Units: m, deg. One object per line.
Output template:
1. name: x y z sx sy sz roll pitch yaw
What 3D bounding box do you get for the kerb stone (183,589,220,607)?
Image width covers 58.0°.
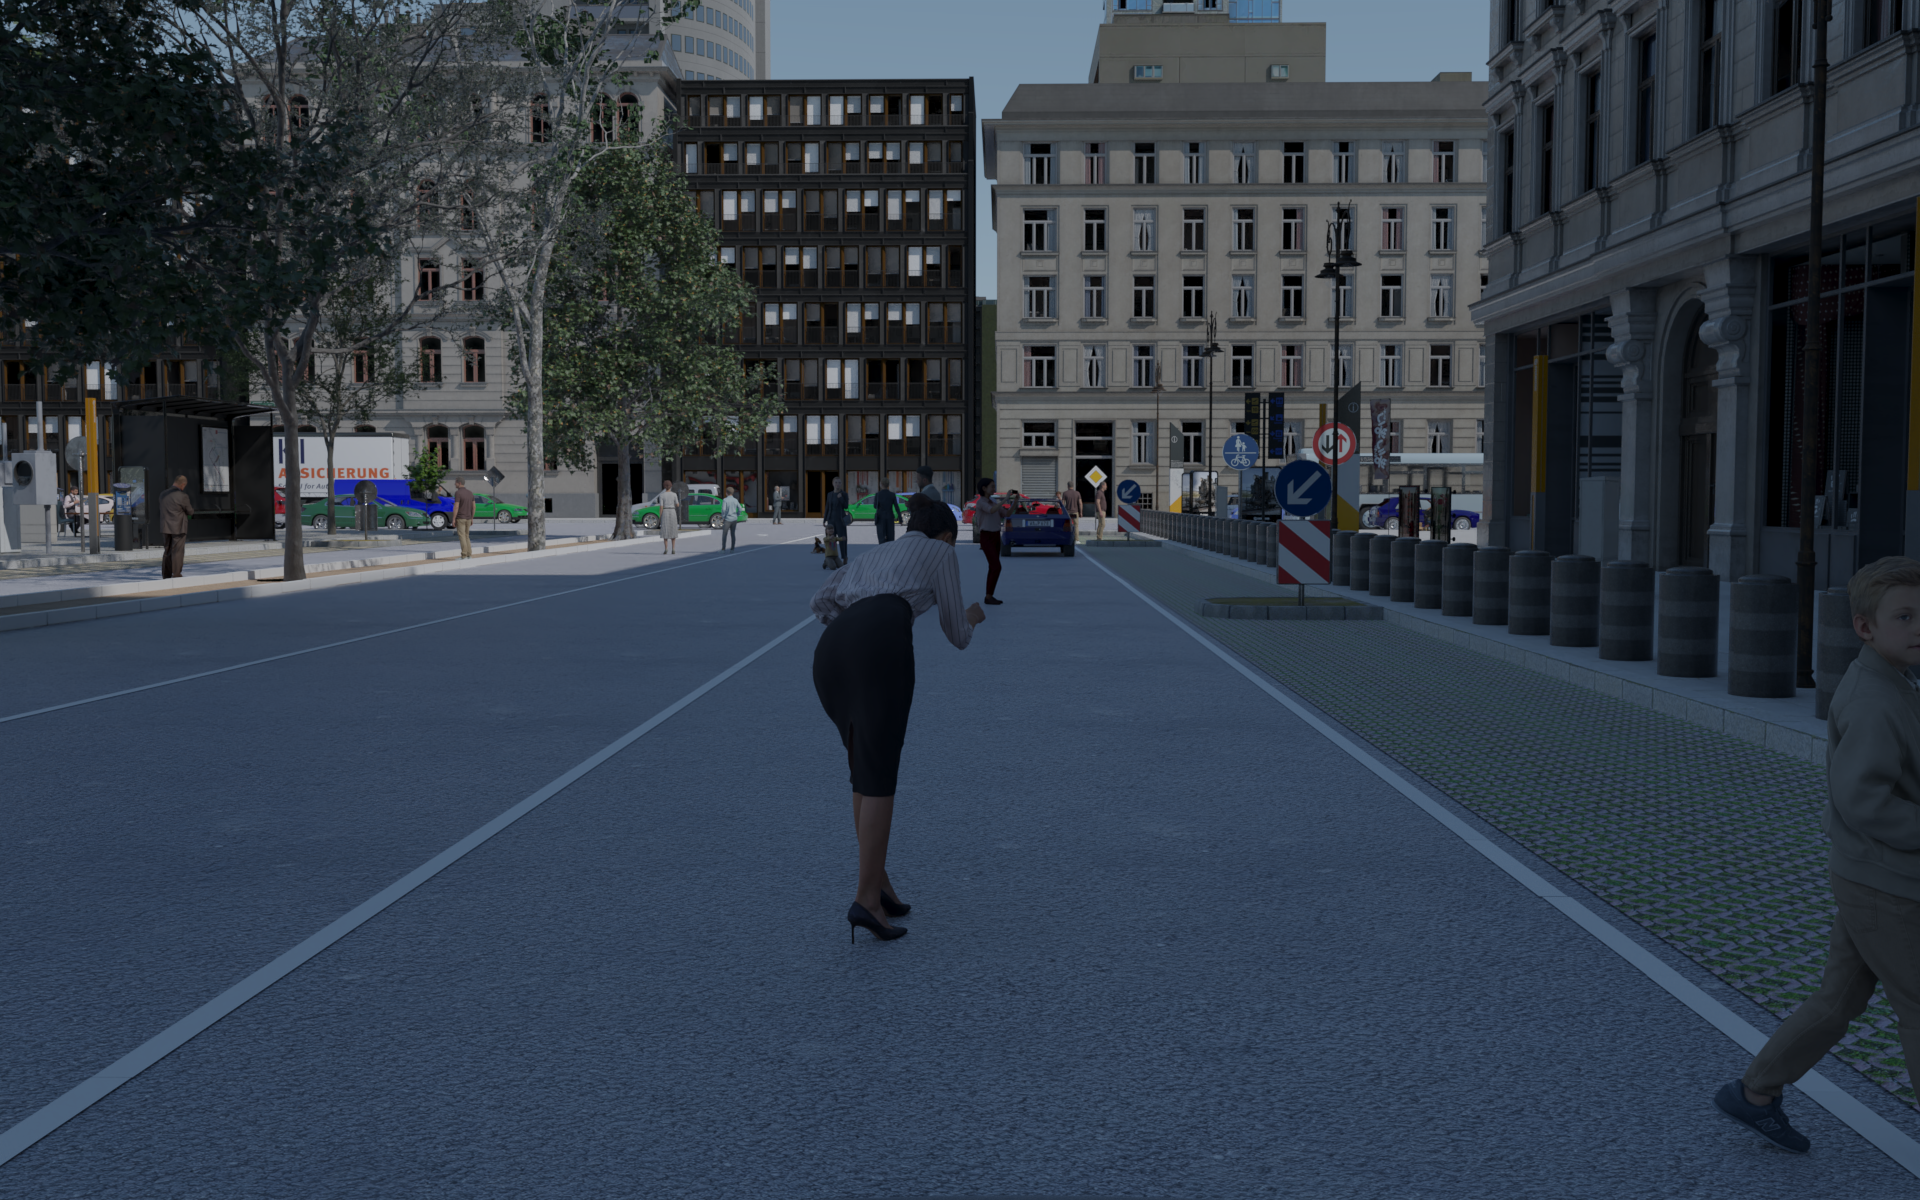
1. kerb stone: -9.928 -0.017 22.475 0.120 0.150 1.000 0 4 1

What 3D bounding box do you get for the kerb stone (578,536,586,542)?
1. kerb stone: -11.334 -1.776 51.352 0.120 0.150 1.000 0 4 1

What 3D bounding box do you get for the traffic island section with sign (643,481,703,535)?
1. traffic island section with sign: -10.043 -3.258 61.410 2.006 1.907 1.989 0 4 1

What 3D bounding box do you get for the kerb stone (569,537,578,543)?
1. kerb stone: -11.370 -1.721 50.327 0.120 0.150 1.000 0 4 1

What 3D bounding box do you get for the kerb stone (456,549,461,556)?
1. kerb stone: -11.612 -1.091 40.037 0.120 0.150 1.000 0 4 1

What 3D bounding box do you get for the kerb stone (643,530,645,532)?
1. kerb stone: -11.115 -2.350 60.615 0.120 0.150 1.000 0 4 1

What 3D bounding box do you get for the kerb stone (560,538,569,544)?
1. kerb stone: -11.384 -1.657 49.291 0.120 0.150 1.000 0 4 1

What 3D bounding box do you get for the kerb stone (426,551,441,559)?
1. kerb stone: -11.655 -0.965 37.985 0.120 0.150 1.000 0 4 1

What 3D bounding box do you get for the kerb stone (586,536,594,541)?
1. kerb stone: -11.313 -1.846 52.377 0.120 0.150 1.000 0 4 1

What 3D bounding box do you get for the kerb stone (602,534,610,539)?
1. kerb stone: -11.270 -1.972 54.439 0.120 0.150 1.000 0 4 1

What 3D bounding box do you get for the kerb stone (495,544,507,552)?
1. kerb stone: -11.535 -1.280 43.124 0.120 0.150 1.000 0 4 1

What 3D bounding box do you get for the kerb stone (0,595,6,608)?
1. kerb stone: -12.045 0.043 21.495 0.120 0.150 1.000 0 4 1

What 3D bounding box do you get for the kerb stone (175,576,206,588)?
1. kerb stone: -11.925 -0.272 26.646 0.120 0.150 1.000 0 4 1

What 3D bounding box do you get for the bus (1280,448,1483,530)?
1. bus: 18.312 -4.367 66.263 13.247 3.499 2.948 0 4 1

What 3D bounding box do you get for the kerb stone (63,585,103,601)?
1. kerb stone: -12.008 -0.083 23.560 0.120 0.150 1.000 0 4 1

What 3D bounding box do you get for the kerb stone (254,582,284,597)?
1. kerb stone: -9.873 -0.142 24.532 0.120 0.150 1.000 0 4 1

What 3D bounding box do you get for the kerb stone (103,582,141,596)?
1. kerb stone: -11.977 -0.147 24.593 0.120 0.150 1.000 0 4 1

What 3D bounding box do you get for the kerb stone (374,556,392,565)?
1. kerb stone: -11.734 -0.777 34.892 0.120 0.150 1.000 0 4 1

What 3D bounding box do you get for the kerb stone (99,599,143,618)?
1. kerb stone: -9.977 0.110 20.425 0.120 0.150 1.000 0 4 1

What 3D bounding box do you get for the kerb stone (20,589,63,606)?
1. kerb stone: -12.029 -0.020 22.529 0.120 0.150 1.000 0 4 1

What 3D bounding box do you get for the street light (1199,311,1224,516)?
1. street light: 6.341 -4.344 43.815 0.468 5.910 1.993 0 4 1

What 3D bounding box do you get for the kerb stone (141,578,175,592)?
1. kerb stone: -11.953 -0.204 25.618 0.120 0.150 1.000 0 4 1

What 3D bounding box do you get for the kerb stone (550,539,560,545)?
1. kerb stone: -11.414 -1.593 48.260 0.120 0.150 1.000 0 4 1

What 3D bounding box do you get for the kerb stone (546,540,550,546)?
1. kerb stone: -11.430 -1.531 47.235 0.120 0.150 1.000 0 4 1

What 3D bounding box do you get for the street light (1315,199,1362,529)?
1. street light: 5.981 -3.349 27.538 0.468 5.910 1.993 0 4 1

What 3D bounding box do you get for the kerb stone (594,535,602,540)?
1. kerb stone: -11.290 -1.907 53.409 0.120 0.150 1.000 0 4 1

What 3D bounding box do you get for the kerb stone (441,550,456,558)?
1. kerb stone: -11.636 -1.023 39.011 0.120 0.150 1.000 0 4 1

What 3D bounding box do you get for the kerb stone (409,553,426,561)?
1. kerb stone: -11.681 -0.902 36.957 0.120 0.150 1.000 0 4 1

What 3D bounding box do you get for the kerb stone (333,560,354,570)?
1. kerb stone: -11.787 -0.650 32.829 0.120 0.150 1.000 0 4 1

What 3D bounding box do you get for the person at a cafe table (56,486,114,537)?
1. person at a cafe table: -26.273 -2.660 52.002 1.622 1.524 1.698 0 4 0

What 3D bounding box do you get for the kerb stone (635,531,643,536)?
1. kerb stone: -11.147 -2.286 59.578 0.120 0.150 1.000 0 4 1

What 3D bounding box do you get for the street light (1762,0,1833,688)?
1. street light: 5.604 -2.358 11.340 0.468 5.910 1.993 0 4 1

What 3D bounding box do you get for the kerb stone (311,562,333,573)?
1. kerb stone: -11.806 -0.587 31.790 0.120 0.150 1.000 0 4 1

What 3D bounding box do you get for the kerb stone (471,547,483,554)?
1. kerb stone: -11.582 -1.154 41.062 0.120 0.150 1.000 0 4 1

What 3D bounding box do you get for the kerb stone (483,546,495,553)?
1. kerb stone: -11.561 -1.217 42.099 0.120 0.150 1.000 0 4 1

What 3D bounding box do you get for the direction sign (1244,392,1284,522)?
1. direction sign: 6.782 -2.855 38.675 0.876 3.537 0.379 1 4 19

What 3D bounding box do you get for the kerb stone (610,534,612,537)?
1. kerb stone: -11.243 -2.035 55.470 0.120 0.150 1.000 0 4 1

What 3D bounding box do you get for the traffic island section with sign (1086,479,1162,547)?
1. traffic island section with sign: 4.471 -2.381 47.550 1.989 1.847 2.006 0 4 1

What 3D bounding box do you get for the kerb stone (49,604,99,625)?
1. kerb stone: -9.997 0.171 19.395 0.120 0.150 1.000 0 4 1

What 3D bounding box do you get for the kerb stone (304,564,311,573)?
1. kerb stone: -11.829 -0.523 30.755 0.120 0.150 1.000 0 4 1

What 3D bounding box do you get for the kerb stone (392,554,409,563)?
1. kerb stone: -11.711 -0.838 35.921 0.120 0.150 1.000 0 4 1

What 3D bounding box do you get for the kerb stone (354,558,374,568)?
1. kerb stone: -11.756 -0.711 33.862 0.120 0.150 1.000 0 4 1

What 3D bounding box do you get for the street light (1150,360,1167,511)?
1. street light: 6.826 -5.325 59.852 0.468 5.910 1.993 0 4 1

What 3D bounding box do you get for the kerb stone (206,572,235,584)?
1. kerb stone: -11.905 -0.325 27.672 0.120 0.150 1.000 0 4 1

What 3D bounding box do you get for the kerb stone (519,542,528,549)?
1. kerb stone: -11.489 -1.402 45.177 0.120 0.150 1.000 0 4 1

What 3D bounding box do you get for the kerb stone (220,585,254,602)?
1. kerb stone: -9.897 -0.080 23.507 0.120 0.150 1.000 0 4 1

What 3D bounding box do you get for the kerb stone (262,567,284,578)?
1. kerb stone: -11.852 -0.461 29.730 0.120 0.150 1.000 0 4 1

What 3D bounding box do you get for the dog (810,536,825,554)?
1. dog: -3.483 -1.325 41.858 0.550 0.427 0.748 1 4 19

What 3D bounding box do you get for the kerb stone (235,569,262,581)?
1. kerb stone: -11.878 -0.398 28.702 0.120 0.150 1.000 0 4 1

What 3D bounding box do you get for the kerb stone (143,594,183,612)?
1. kerb stone: -9.951 0.048 21.450 0.120 0.150 1.000 0 4 1

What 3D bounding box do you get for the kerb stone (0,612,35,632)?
1. kerb stone: -10.024 0.234 18.371 0.120 0.150 1.000 0 4 1

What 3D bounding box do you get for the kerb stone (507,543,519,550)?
1. kerb stone: -11.514 -1.343 44.151 0.120 0.150 1.000 0 4 1
